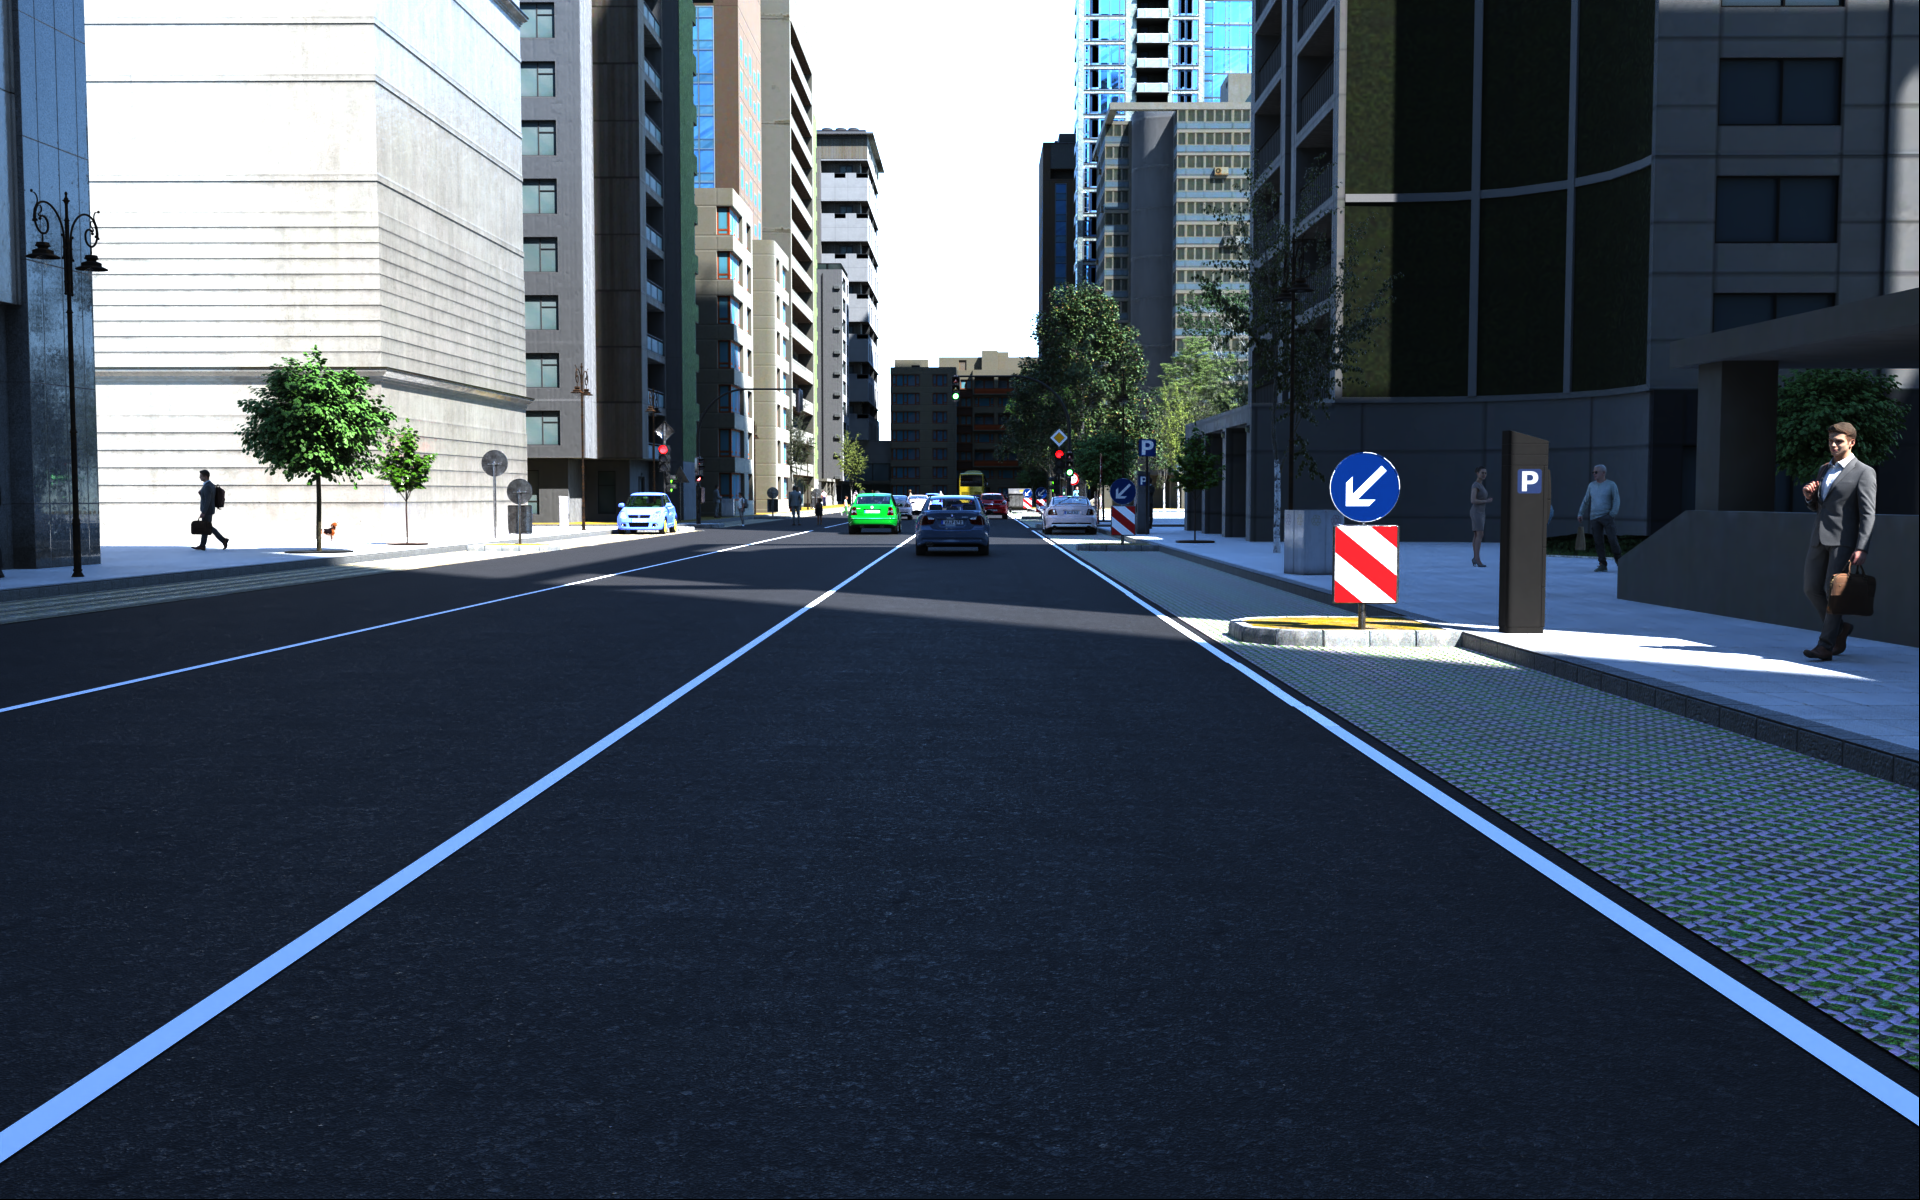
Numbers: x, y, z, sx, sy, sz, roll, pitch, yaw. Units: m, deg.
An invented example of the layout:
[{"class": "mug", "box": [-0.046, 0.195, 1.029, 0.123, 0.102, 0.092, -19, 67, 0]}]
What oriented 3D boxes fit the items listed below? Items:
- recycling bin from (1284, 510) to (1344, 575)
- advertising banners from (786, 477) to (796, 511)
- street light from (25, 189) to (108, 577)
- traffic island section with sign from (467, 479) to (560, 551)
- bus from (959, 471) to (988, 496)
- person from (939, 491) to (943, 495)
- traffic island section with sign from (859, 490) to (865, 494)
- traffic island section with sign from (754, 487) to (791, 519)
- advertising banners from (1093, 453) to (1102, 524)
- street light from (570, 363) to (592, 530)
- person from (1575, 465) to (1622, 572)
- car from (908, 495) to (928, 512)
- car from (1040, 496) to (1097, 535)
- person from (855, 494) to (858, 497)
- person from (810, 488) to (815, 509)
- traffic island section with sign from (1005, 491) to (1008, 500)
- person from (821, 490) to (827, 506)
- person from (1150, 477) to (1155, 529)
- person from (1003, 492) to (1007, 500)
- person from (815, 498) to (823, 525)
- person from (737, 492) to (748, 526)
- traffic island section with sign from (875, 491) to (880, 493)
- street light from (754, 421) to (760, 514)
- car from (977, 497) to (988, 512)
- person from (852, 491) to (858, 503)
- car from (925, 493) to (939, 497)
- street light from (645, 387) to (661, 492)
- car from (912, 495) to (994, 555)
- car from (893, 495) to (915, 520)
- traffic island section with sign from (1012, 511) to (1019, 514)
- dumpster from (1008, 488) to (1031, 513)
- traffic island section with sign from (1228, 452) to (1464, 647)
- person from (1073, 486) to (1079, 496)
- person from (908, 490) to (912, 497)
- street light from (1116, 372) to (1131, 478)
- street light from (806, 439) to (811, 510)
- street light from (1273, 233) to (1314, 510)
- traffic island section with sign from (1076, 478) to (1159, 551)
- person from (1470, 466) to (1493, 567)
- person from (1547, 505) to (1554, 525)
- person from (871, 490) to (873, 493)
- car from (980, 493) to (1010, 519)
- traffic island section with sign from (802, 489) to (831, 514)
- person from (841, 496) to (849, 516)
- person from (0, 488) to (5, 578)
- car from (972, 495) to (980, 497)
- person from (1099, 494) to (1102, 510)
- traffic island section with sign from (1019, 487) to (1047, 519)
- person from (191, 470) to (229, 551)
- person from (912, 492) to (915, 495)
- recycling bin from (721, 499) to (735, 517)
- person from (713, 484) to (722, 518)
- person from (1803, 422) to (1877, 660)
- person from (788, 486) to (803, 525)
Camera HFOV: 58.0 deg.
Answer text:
[{"class": "recycling bin", "box": [5.678, -0.932, 27.792, 0.722, 1.027, 0.722, -1, 4, -18]}, {"class": "advertising banners", "box": [-12.595, -8.090, 128.453, 0.090, 3.025, 2.074, -2, 4, -28]}, {"class": "street light", "box": [-13.669, -3.295, 26.657, 0.468, 5.910, 1.993, 0, 4, 1]}, {"class": "traffic island section with sign", "box": [-11.244, -2.156, 43.884, 1.989, 1.847, 2.006, 0, 4, 1]}, {"class": "bus", "box": [1.360, -11.610, 181.363, 2.896, 3.916, 12.252, 0, 4, 2]}, {"class": "person", "box": [-1.910, -9.830, 169.955, 1.217, 1.736, 0.721, -1, 4, -10]}, {"class": "traffic island section with sign", "box": [-9.941, -10.288, 176.844, 1.989, 1.847, 2.006, 0, 4, 1]}, {"class": "traffic island section with sign", "box": [-10.706, -5.539, 99.185, 1.989, 1.847, 2.006, 0, 4, 1]}, {"class": "advertising banners", "box": [5.908, -4.771, 74.195, 0.090, 3.025, 2.074, 0, 4, -4]}, {"class": "street light", "box": [-13.346, -5.411, 61.253, 0.468, 5.910, 1.993, 0, 4, 1]}, {"class": "person", "box": [10.561, -1.353, 28.657, 0.515, 1.767, 0.782, -3, 5, -44]}, {"class": "car", "box": [-2.871, -6.538, 119.265, 2.083, 1.381, 4.827, 0, 4, 0]}, {"class": "car", "box": [3.921, -3.056, 62.331, 2.083, 1.381, 4.827, 0, 4, 1]}, {"class": "person", "box": [-8.848, -8.567, 151.758, 0.628, 1.438, 0.799, 2, 4, 28]}, {"class": "person", "box": [-12.658, -8.746, 149.220, 0.526, 1.800, 0.537, -1, 4, -9]}, {"class": "traffic island section with sign", "box": [5.277, -10.250, 176.217, 1.989, 1.847, 2.006, 0, 4, 1]}, {"class": "person", "box": [-14.430, -10.778, 183.198, 0.756, 1.711, 0.436, -2, 4, -34]}, {"class": "person", "box": [6.894, -3.577, 63.881, 0.474, 1.900, 0.648, -3, 4, -36]}, {"class": "person", "box": [5.520, -12.648, 216.022, 1.217, 1.736, 0.721, -1, 4, -19]}, {"class": "person", "box": [-6.559, -4.117, 80.488, 0.362, 1.253, 0.373, -1, 4, -15]}, {"class": "person", "box": [-9.699, -4.033, 77.042, 0.503, 1.515, 0.523, 2, 4, 26]}, {"class": "traffic island section with sign", "box": [-9.671, -11.946, 203.941, 1.989, 1.847, 2.006, 0, 4, 1]}, {"class": "street light", "box": [-12.961, -8.355, 109.386, 0.468, 5.910, 1.993, 0, 4, 1]}, {"class": "car", "box": [0.325, -4.132, 80.145, 1.945, 1.354, 3.894, 0, 4, 0]}, {"class": "person", "box": [-9.272, -8.849, 153.853, 0.551, 1.740, 0.621, -2, 4, -31]}, {"class": "car", "box": [-2.271, -8.123, 142.397, 1.945, 1.707, 3.694, 0, 4, -1]}, {"class": "street light", "box": [-13.217, -6.239, 74.800, 0.468, 5.910, 1.993, 0, 4, 1]}, {"class": "car", "box": [-0.178, -1.829, 41.914, 2.014, 1.417, 4.499, 0, 3, 0]}, {"class": "car", "box": [-3.605, -5.235, 97.957, 2.083, 1.381, 4.827, 0, 4, -1]}, {"class": "traffic island section with sign", "box": [4.782, -7.178, 125.981, 1.989, 1.847, 2.006, 0, 4, 1]}, {"class": "dumpster", "box": [4.541, -7.583, 132.199, 1.865, 1.857, 1.264, 0, 4, -1]}, {"class": "traffic island section with sign", "box": [3.710, -0.516, 17.072, 1.989, 1.847, 2.006, 0, 4, 1]}, {"class": "person", "box": [7.838, -6.798, 117.206, 0.620, 1.820, 0.660, 3, 5, 42]}, {"class": "person", "box": [-3.641, -7.102, 125.169, 0.362, 1.759, 0.519, 1, 4, 19]}, {"class": "street light", "box": [6.180, -5.677, 65.611, 0.468, 5.910, 1.993, 0, 4, 1]}, {"class": "street light", "box": [-12.609, -10.437, 143.425, 0.468, 5.910, 1.993, 0, 4, 1]}, {"class": "street light", "box": [5.931, -3.557, 30.937, 0.468, 5.910, 1.993, 0, 4, 1]}, {"class": "traffic island section with sign", "box": [3.972, -2.165, 44.026, 1.989, 1.847, 2.006, 0, 4, 1]}, {"class": "person", "box": [9.217, -1.484, 30.644, 0.374, 1.781, 0.599, 2, 4, 30]}, {"class": "person", "box": [7.217, -0.864, 21.975, 0.589, 1.601, 0.330, 0, 4, 4]}, {"class": "person", "box": [-8.374, -9.590, 165.427, 1.348, 1.807, 0.705, -1, 4, -13]}, {"class": "car", "box": [1.835, -5.603, 100.641, 2.155, 1.783, 4.494, 0, 4, -1]}, {"class": "traffic island section with sign", "box": [-10.431, -7.187, 126.139, 1.989, 1.847, 2.006, 0, 4, 1]}, {"class": "person", "box": [-7.572, -6.207, 114.234, 0.590, 1.304, 0.306, -1, 4, -11]}, {"class": "person", "box": [-14.723, -1.234, 25.998, 0.755, 1.850, 0.659, 1, 4, 15]}, {"class": "car", "box": [1.792, -9.739, 171.818, 1.945, 1.354, 3.894, 0, 4, 2]}, {"class": "person", "box": [11.453, -7.957, 140.420, 0.425, 1.301, 0.394, -3, 5, -44]}, {"class": "traffic island section with sign", "box": [4.516, -5.529, 99.027, 1.989, 1.847, 2.006, 0, 4, 1]}, {"class": "person", "box": [-17.072, -2.042, 39.396, 0.822, 1.834, 0.622, -2, 4, -28]}, {"class": "person", "box": [-5.904, -12.864, 219.341, 1.217, 1.766, 0.721, 0, 4, -8]}, {"class": "recycling bin", "box": [-13.078, -5.196, 97.506, 0.722, 1.027, 0.722, 0, 4, -4]}, {"class": "person", "box": [-13.078, -5.352, 93.750, 0.583, 1.804, 0.606, -2, 4, -34]}, {"class": "person", "box": [6.807, -0.452, 13.406, 0.822, 1.834, 0.622, -2, 4, -32]}, {"class": "person", "box": [-7.547, -4.329, 79.381, 0.635, 1.810, 0.391, -1, 4, -21]}]
